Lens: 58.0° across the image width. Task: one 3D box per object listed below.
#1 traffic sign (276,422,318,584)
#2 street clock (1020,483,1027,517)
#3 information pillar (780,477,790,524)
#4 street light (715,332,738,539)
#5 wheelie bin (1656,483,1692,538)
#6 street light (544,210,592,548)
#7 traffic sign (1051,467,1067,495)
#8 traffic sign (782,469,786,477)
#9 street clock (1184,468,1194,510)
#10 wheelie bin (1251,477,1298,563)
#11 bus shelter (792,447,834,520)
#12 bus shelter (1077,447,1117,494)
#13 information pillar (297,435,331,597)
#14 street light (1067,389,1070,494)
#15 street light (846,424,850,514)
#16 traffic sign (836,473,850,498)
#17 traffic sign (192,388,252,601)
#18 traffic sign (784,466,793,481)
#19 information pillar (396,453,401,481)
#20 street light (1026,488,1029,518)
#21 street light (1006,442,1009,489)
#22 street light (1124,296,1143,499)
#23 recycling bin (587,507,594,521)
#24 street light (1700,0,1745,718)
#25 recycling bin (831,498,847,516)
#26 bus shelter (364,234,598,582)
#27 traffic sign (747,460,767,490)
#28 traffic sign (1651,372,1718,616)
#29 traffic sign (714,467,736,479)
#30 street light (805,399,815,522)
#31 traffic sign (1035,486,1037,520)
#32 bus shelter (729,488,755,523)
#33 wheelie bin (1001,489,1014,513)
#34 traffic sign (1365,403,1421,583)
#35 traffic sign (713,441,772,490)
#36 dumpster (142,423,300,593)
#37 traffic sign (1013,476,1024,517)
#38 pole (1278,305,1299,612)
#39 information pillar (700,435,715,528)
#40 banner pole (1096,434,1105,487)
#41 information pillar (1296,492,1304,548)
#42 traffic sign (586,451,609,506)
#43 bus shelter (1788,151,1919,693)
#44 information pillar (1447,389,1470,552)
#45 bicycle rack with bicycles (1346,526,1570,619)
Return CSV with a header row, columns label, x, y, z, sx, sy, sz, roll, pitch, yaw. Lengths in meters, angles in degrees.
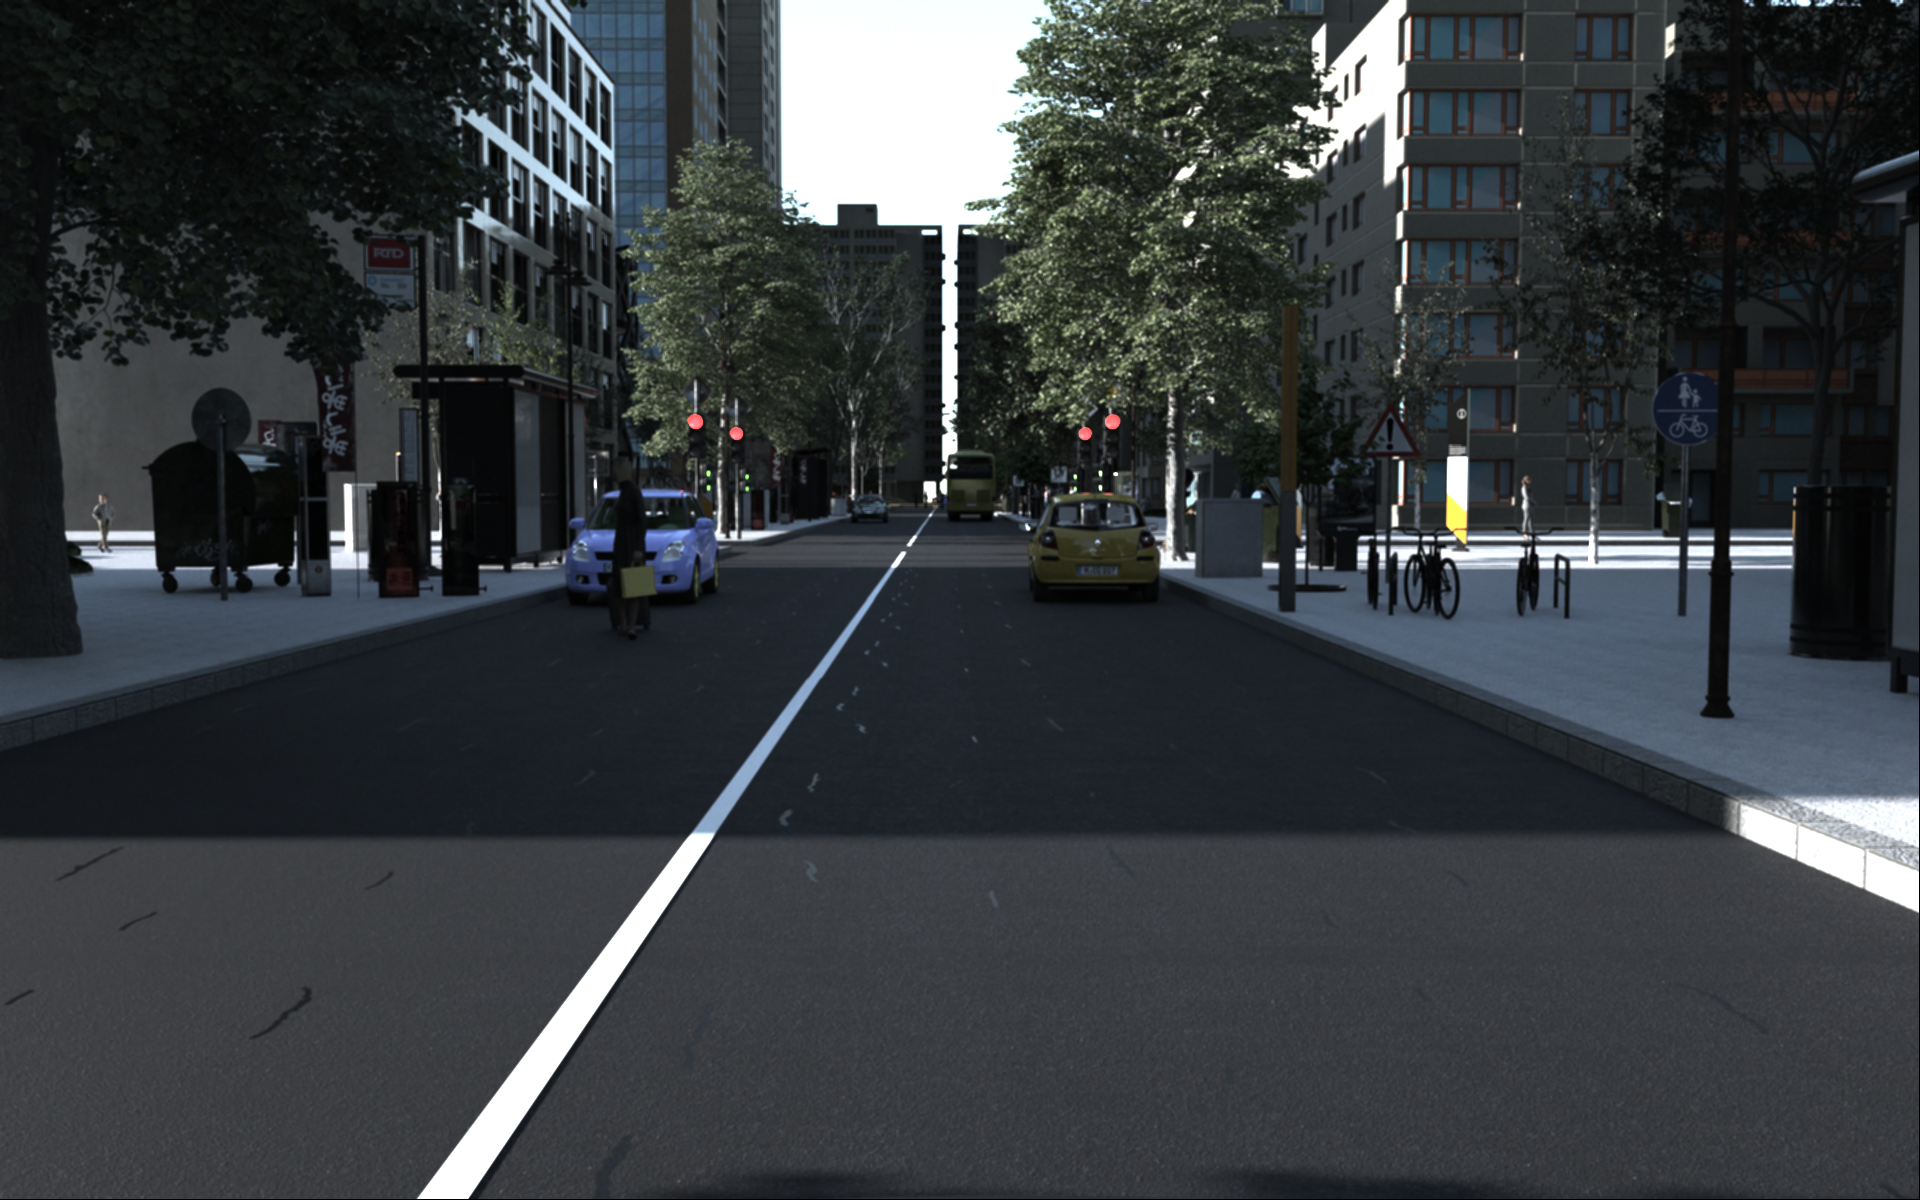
label,x,y,z,sx,sy,sz,roll,pitch,yaw
traffic sign,-9.395,-1.373,24.573,0.606,2.300,0.079,0,4,5
street clock,3.589,-5.658,97.076,0.471,2.002,0.358,1,4,16
information pillar,-7.406,-4.205,73.237,0.304,2.012,0.304,1,4,17
street light,-6.682,-4.701,49.647,0.468,5.910,1.993,0,4,0
wheelie bin,21.034,-2.641,51.081,0.980,1.594,0.693,1,4,8
street light,-6.420,-3.410,28.547,0.468,5.910,1.993,0,4,0
traffic sign,3.660,-3.791,64.119,0.606,2.300,0.079,0,4,1
traffic sign,-7.750,-4.537,73.907,0.795,2.593,0.064,0,4,4
street clock,6.264,-2.669,48.200,0.471,2.002,0.358,1,4,14
wheelie bin,5.884,-1.507,32.553,0.693,1.594,0.980,3,5,42
bus shelter,-7.545,-6.005,89.458,1.731,3.624,6.357,0,4,0
bus shelter,6.803,-5.827,86.548,1.731,3.624,6.357,0,4,0
information pillar,-8.110,-1.056,21.764,0.304,2.012,0.304,-2,4,-34
street light,3.872,-5.434,61.633,0.468,5.910,1.993,0,4,0
street light,-7.192,-8.482,111.460,0.468,5.910,1.993,0,4,0
traffic sign,-7.370,-6.650,108.732,0.884,2.594,0.081,0,4,2
traffic sign,-8.864,-1.265,20.788,0.768,2.556,0.104,0,4,8
traffic sign,-7.647,-4.595,75.241,0.768,2.556,0.104,0,4,2
information pillar,-9.826,-1.612,30.852,0.304,2.012,0.304,-2,4,-33
street light,3.618,-7.331,92.641,0.468,5.910,1.993,0,4,0
street light,3.356,-9.242,123.887,0.468,5.910,1.993,0,4,0
street light,4.085,-4.154,40.711,0.468,5.910,1.993,0,4,0
recycling bin,-6.622,-1.237,32.779,0.722,1.027,0.722,0,4,2
street light,4.372,-2.265,9.820,0.468,5.910,1.993,0,4,0
recycling bin,-6.992,-5.336,99.799,0.722,1.027,0.722,-2,4,-27
bus shelter,-8.129,-3.174,29.525,2.179,5.291,8.768,0,4,0
traffic sign,-7.688,-4.003,65.551,0.768,2.556,0.104,0,4,3
traffic sign,7.602,-1.104,18.156,0.768,2.556,0.104,0,4,2
traffic sign,-8.584,-3.862,63.147,0.884,2.594,0.081,0,4,8
street light,-7.007,-6.592,80.568,0.468,5.910,1.993,0,4,0
traffic sign,3.791,-5.264,86.170,0.768,2.556,0.104,0,4,1
bus shelter,-9.796,-5.176,78.559,2.014,3.302,5.546,0,4,0
wheelie bin,3.273,-6.757,118.387,0.980,1.594,0.693,-3,4,-39
traffic sign,6.148,-1.519,24.832,0.884,2.594,0.081,0,4,6
traffic sign,-8.414,-4.471,66.978,2.265,3.308,0.079,0,3,0
dumpster,-9.801,-1.265,23.173,1.502,2.255,1.985,0,4,-1
traffic sign,3.223,-5.711,95.497,0.606,2.300,0.079,0,4,0
pole,3.574,-1.529,18.840,0.158,3.312,0.155,0,3,0
information pillar,-9.624,-4.560,65.918,0.504,3.616,0.183,1,4,16
banner pole,5.303,-4.637,65.829,0.401,3.779,0.863,-2,4,-27
information pillar,7.904,-3.024,40.803,0.183,3.616,0.504,3,5,44
traffic sign,-8.580,-2.370,40.880,0.606,2.300,0.079,1,4,8
bus shelter,6.839,-1.957,9.626,2.179,5.291,8.768,0,4,-1
information pillar,11.145,-2.896,38.704,0.183,3.616,0.504,-3,5,-44
bicycle rack with bicycles,5.481,-0.333,18.822,2.852,0.926,2.925,1,4,17
